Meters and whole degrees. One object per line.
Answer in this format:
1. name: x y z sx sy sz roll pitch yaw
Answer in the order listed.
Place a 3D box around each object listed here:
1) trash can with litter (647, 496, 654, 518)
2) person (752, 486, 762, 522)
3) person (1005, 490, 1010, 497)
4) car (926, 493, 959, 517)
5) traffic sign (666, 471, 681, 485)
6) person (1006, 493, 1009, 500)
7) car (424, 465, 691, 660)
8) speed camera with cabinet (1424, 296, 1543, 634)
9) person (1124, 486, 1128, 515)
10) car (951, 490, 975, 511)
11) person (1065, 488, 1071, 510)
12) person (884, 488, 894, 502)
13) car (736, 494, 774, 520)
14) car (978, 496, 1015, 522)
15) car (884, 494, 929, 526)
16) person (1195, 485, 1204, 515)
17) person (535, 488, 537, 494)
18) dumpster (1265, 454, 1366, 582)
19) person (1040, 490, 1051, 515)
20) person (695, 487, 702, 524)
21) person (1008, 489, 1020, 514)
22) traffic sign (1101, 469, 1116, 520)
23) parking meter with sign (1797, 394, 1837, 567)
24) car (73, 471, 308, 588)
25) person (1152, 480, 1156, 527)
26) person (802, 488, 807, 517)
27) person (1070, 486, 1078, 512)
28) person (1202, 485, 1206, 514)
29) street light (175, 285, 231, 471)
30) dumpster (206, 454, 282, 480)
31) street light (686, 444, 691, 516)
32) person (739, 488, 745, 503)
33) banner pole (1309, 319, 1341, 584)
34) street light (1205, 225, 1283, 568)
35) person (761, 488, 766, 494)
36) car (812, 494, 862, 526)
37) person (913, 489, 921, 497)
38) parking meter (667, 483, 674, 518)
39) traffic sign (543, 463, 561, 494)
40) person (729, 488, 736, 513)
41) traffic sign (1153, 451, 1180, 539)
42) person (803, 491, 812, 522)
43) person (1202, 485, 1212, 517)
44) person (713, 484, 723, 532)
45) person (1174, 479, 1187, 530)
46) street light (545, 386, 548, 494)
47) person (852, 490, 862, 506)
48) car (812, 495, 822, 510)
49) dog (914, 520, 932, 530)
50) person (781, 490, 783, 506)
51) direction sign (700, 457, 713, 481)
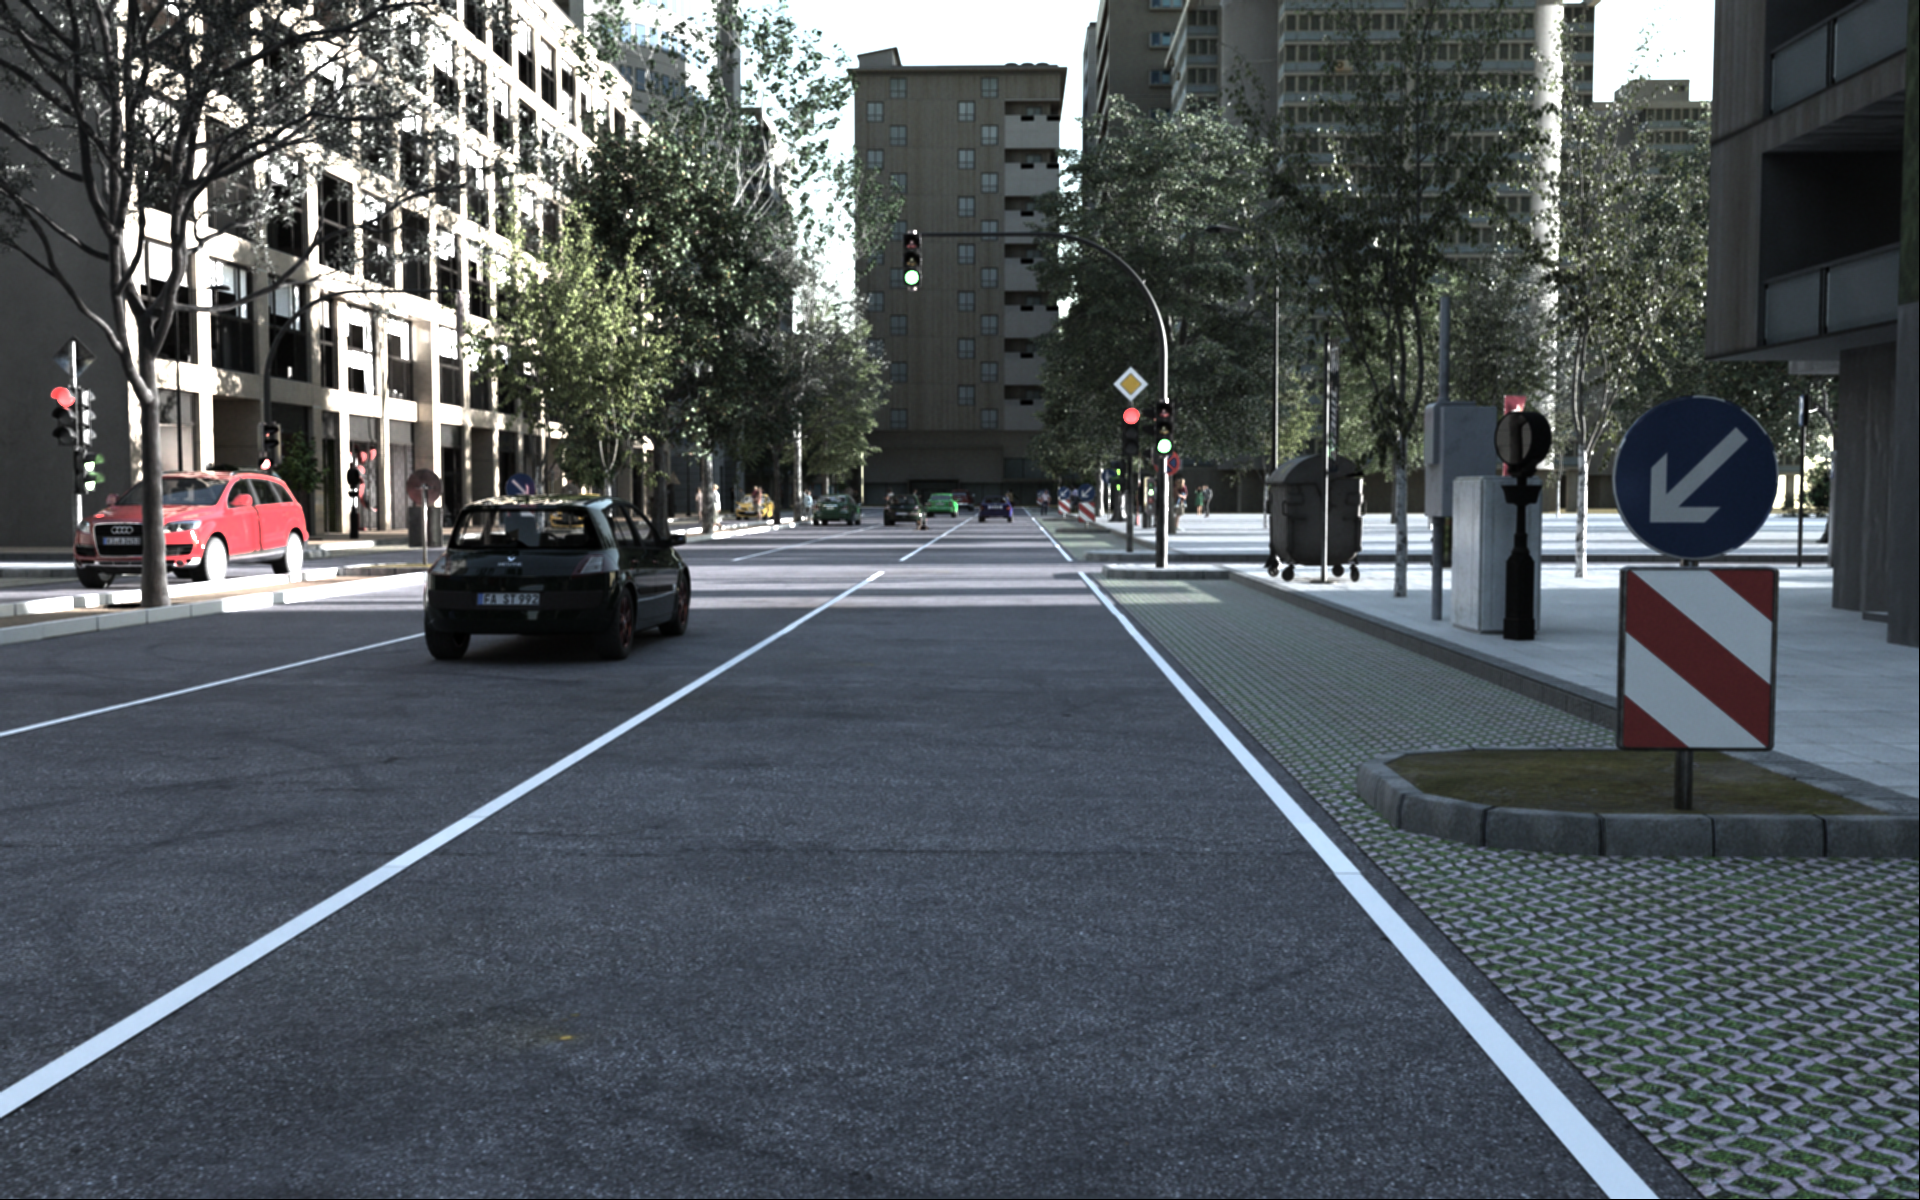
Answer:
1. trash can with litter: -16.159 -4.965 92.569 1.055 1.170 0.624 -3 5 -44
2. person: -10.112 -4.766 86.398 0.580 1.828 0.573 1 4 20
3. person: 3.825 -7.823 137.081 0.551 1.740 0.621 -3 5 -43
4. car: -1.097 -6.075 108.129 1.959 1.807 4.718 0 4 3
5. traffic sign: -16.103 -5.950 97.290 0.884 2.594 0.081 1 4 10
6. person: 3.042 -6.162 111.840 0.523 1.515 0.503 2 4 25
7. car: -3.692 -0.405 16.405 2.009 1.686 4.222 0 4 2
8. speed camera with cabinet: 5.038 -1.370 16.742 0.660 3.252 2.038 0 4 0
9. person: 10.584 -6.254 108.496 0.583 1.804 0.606 -2 4 -34
10. car: 0.091 -8.487 147.429 2.281 1.827 5.304 0 4 4
11. person: 8.503 -7.882 135.589 0.621 1.740 0.551 1 4 12
12. person: -3.774 -5.164 93.293 0.532 1.782 0.716 3 5 40
13. car: -11.362 -5.256 96.152 2.015 1.641 3.980 0 4 2
14. car: 1.860 -4.678 89.061 1.945 1.354 3.894 0 4 2
15. car: -2.475 -4.228 78.915 2.009 1.686 4.222 0 4 3
16. person: 14.327 -5.957 103.680 0.600 1.795 0.529 0 4 3
17. person: -16.511 -3.759 67.409 0.836 1.842 0.656 0 4 -7
18. dumpster: 5.348 -1.242 26.060 1.264 1.857 1.865 0 4 2
19. person: 5.736 -6.535 116.292 0.756 1.711 0.436 0 4 6
20. person: -12.468 -4.535 82.986 0.599 1.781 0.374 -3 5 -43
21. person: 3.740 -7.270 127.456 1.348 1.812 0.705 1 4 17
22. traffic sign: 7.489 -5.320 87.084 0.768 2.556 0.104 0 4 8
23. parking meter with sign: 15.607 -2.078 30.238 1.738 3.016 0.543 1 4 18
24. car: -12.380 -1.191 28.144 2.281 1.827 5.304 0 4 0
25. person: 7.668 -3.689 66.459 0.679 1.850 0.850 -2 4 -27
26. person: -9.722 -6.148 109.198 0.466 1.800 0.511 -1 4 -19
27. person: 8.052 -7.126 122.422 0.709 1.838 0.599 -3 5 -40
28. person: 15.542 -6.383 110.176 0.659 1.850 0.755 1 4 14
29. street light: -16.880 -4.041 38.612 1.470 5.913 1.316 0 4 2
30. dumpster: -17.467 -2.417 42.006 1.502 2.255 1.985 0 4 2
31. street light: -15.162 -7.797 100.016 1.470 5.913 1.316 0 4 2
32. person: -13.902 -6.216 110.228 0.635 1.810 0.391 3 5 42
33. banner pole: 5.255 -2.115 24.599 0.401 3.779 0.863 0 4 -5
34. street light: 4.929 -3.520 30.093 1.470 5.913 1.316 0 4 2
35. person: -15.175 -7.681 132.151 0.750 1.759 0.617 -2 4 -24
36. car: -5.655 -4.153 79.704 2.131 1.459 4.920 0 4 4
37. person: -2.644 -5.902 105.560 0.524 1.755 0.480 -1 4 -16
38. parking meter: -15.869 -5.455 94.895 0.399 1.863 0.255 3 4 38
39. traffic sign: -16.757 -4.344 71.138 0.768 2.556 0.104 0 4 7
40. person: -15.478 -6.823 118.419 0.721 1.723 1.217 -1 4 -15
41. traffic sign: 5.875 -3.006 49.254 0.768 2.556 0.104 0 4 8
42. person: -7.632 -4.695 87.072 0.589 1.601 0.330 3 5 41
43. person: 13.736 -5.519 96.459 0.473 1.802 0.592 0 4 -7
44. person: -9.173 -3.440 64.975 0.641 1.798 0.478 -2 4 -25
45. person: 7.737 -3.368 61.091 0.573 1.828 0.580 -3 5 -44
46. street light: -16.022 -5.915 69.257 1.470 5.913 1.316 0 4 2
47. person: -7.142 -6.701 118.780 1.217 1.735 0.721 3 5 41
48. car: -9.332 -6.766 122.983 2.083 1.381 4.827 0 4 4
49. dog: -1.461 -2.970 68.757 0.748 0.427 0.550 1 4 10
50. person: -19.383 -11.178 189.526 0.721 1.735 1.217 0 4 -1
51. direction sign: -15.608 -7.022 106.812 0.876 3.537 0.379 1 4 18
